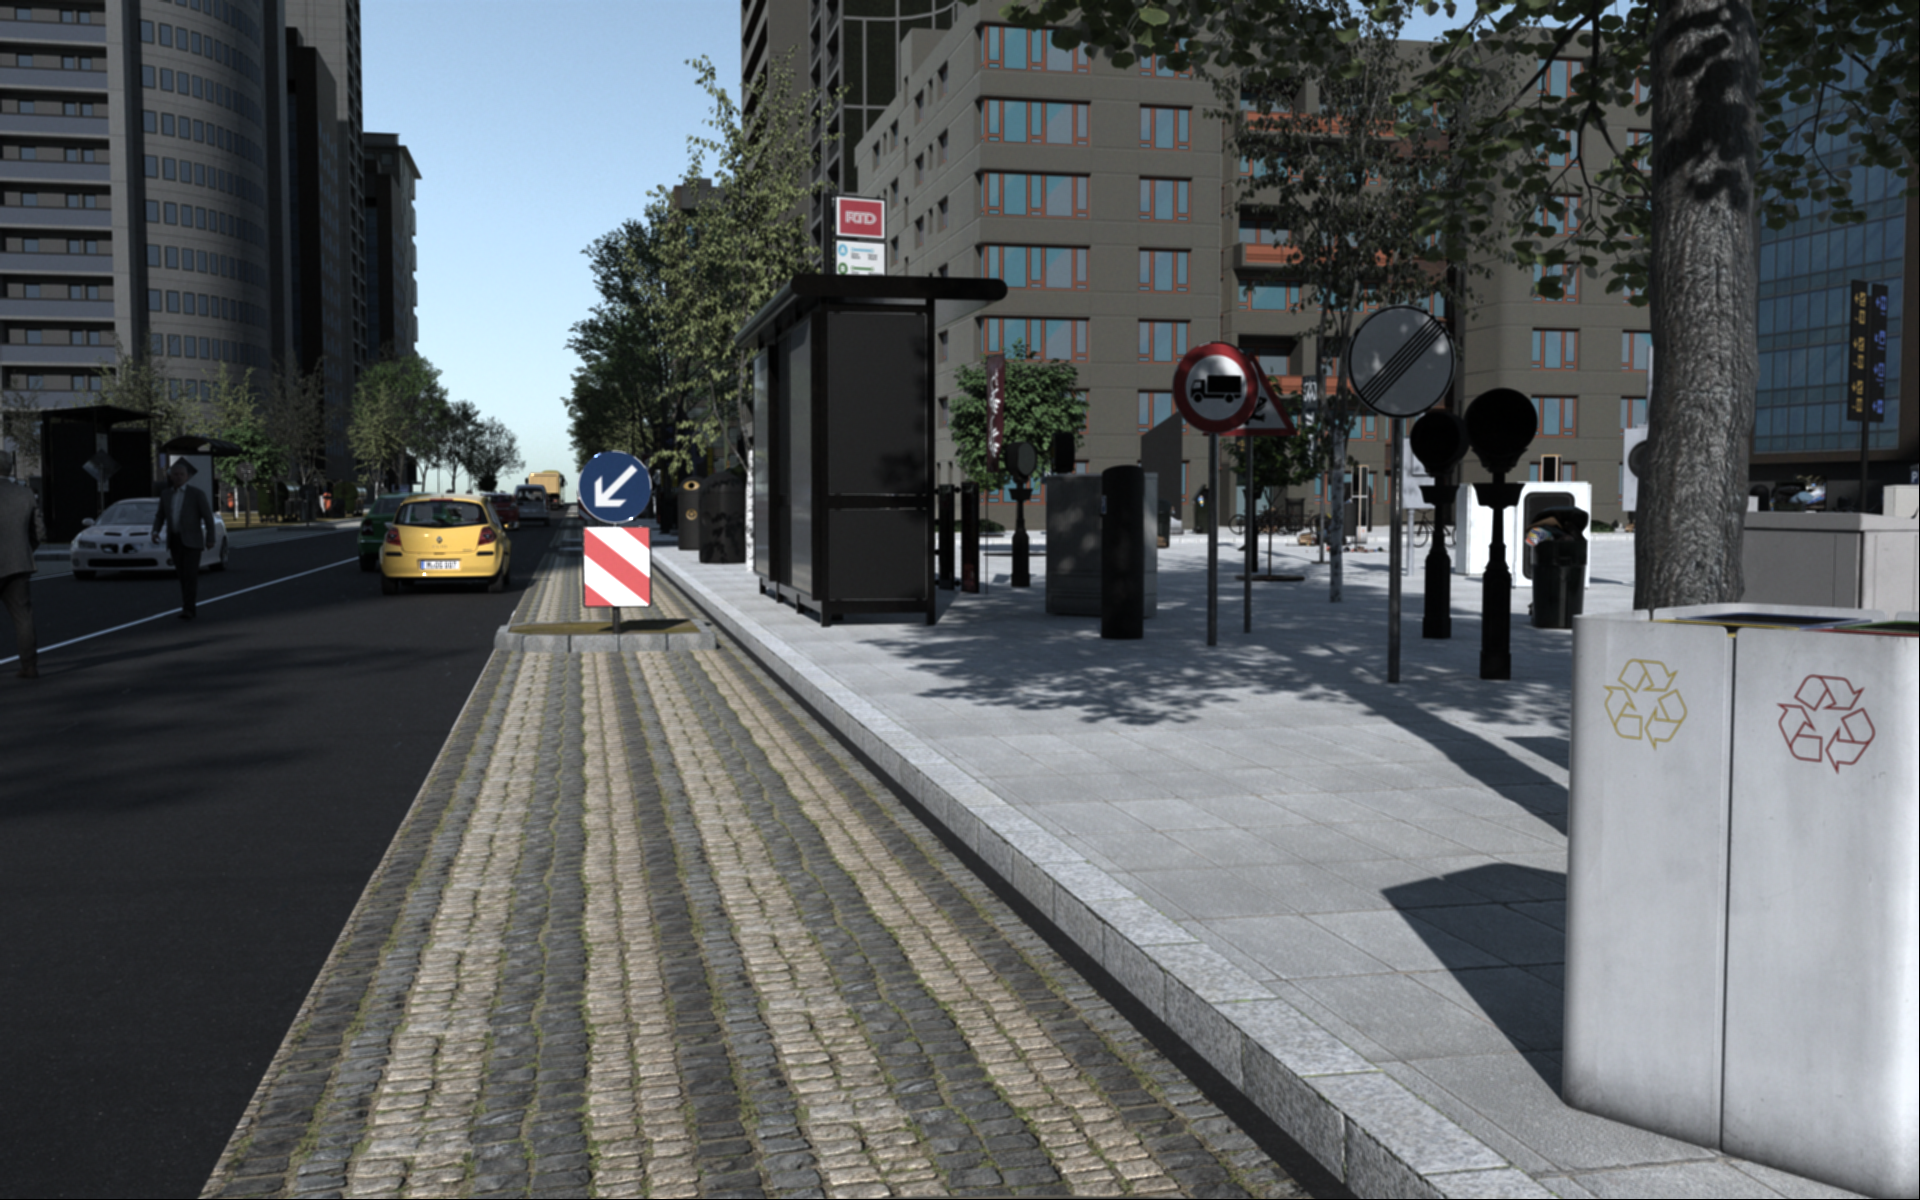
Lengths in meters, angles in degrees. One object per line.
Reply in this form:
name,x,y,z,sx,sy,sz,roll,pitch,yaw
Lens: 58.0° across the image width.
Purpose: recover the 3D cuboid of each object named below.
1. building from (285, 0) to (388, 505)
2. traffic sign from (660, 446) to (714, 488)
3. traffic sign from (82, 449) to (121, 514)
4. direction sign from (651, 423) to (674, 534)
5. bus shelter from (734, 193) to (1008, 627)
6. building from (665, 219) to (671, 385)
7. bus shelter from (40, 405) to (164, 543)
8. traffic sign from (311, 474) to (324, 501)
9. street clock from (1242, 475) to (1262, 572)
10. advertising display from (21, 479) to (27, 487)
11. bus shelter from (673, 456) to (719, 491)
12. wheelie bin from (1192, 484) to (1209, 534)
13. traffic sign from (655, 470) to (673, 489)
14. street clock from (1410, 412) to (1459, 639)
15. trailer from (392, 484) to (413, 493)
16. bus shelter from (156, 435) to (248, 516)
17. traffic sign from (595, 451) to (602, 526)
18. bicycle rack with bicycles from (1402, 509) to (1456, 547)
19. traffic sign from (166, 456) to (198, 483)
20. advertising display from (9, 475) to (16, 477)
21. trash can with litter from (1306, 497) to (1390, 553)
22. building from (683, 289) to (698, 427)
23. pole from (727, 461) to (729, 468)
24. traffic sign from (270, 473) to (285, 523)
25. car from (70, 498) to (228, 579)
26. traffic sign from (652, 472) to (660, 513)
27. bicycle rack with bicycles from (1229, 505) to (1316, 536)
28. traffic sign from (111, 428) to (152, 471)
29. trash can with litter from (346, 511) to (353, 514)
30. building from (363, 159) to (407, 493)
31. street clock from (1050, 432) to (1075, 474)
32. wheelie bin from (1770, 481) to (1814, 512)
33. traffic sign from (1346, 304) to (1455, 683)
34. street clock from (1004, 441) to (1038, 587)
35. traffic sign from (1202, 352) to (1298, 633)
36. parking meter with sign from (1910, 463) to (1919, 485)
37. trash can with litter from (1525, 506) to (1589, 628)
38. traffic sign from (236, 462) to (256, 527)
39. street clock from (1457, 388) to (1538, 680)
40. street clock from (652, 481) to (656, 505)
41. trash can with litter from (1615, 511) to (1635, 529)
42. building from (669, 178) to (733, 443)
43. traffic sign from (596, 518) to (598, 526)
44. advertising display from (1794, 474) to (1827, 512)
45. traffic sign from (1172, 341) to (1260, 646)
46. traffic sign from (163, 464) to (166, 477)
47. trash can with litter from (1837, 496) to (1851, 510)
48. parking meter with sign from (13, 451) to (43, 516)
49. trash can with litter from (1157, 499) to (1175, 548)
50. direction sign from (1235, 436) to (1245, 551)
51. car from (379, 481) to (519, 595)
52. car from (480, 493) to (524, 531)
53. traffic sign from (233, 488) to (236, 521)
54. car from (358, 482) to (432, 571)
building,-83.029,-47.541,215.539,20.563,71.187,20.611,-1,4,-12
traffic sign,-11.602,-4.881,73.674,2.265,3.308,0.079,-1,4,-11
traffic sign,-18.978,-2.122,38.331,0.795,2.450,0.064,-1,4,-12
direction sign,-9.509,-3.893,55.655,0.876,3.537,0.379,2,4,35
bus shelter,-1.488,-2.645,20.871,2.179,5.291,8.768,-1,4,-13
building,-34.229,-37.509,267.897,22.147,44.769,28.867,-1,4,-12
bus shelter,-23.878,-3.497,48.464,1.731,3.624,6.357,-1,4,-12
traffic sign,-40.057,-6.602,108.044,0.768,2.556,0.104,0,4,-8
street clock,4.795,-1.456,28.369,0.471,2.002,0.358,1,4,10
advertising display,-41.243,-4.304,75.588,0.974,1.923,0.123,-3,5,-40
bus shelter,-12.374,-5.273,80.144,2.014,3.302,5.546,-1,4,-12
wheelie bin,7.846,-2.928,55.788,0.693,1.594,0.980,0,4,-1
traffic sign,-17.915,-6.734,103.968,2.265,3.308,0.079,-1,4,-9
street clock,4.249,-0.661,15.376,0.471,2.002,0.358,3,5,40
trailer,-32.612,-5.758,101.191,1.471,1.999,3.904,-1,4,-13
bus shelter,-27.088,-4.173,62.146,2.014,3.302,5.546,-1,4,-12
traffic sign,-8.432,-2.262,40.632,0.795,2.450,0.064,-1,4,-12
bicycle rack with bicycles,11.956,-1.719,41.490,2.925,0.926,2.852,-3,4,-36
traffic sign,-20.701,-2.599,46.128,0.795,2.450,0.064,-1,4,-12
advertising display,-32.500,-3.284,58.903,0.123,1.923,0.974,1,4,18
trash can with litter,8.896,-1.669,38.349,2.233,1.210,1.678,1,4,23
building,-30.055,-28.160,232.120,14.160,30.474,14.107,-1,4,-12
pole,-14.190,-6.864,106.077,0.158,3.312,0.155,0,3,0
traffic sign,-30.267,-4.683,76.675,0.768,2.556,0.104,0,4,-7
car,-14.348,-1.131,30.858,2.083,1.381,4.827,-1,4,-12
traffic sign,-17.723,-6.170,100.986,0.768,2.556,0.104,-1,4,-11
bicycle rack with bicycles,9.852,-2.520,54.582,2.925,0.926,2.852,2,4,29
traffic sign,-25.981,-3.626,53.151,2.265,3.308,0.079,0,4,-4
trash can with litter,-38.704,-5.978,109.133,1.055,1.170,0.624,-1,4,-16
building,-83.078,-35.736,234.398,14.600,45.320,14.200,-1,4,-12
street clock,1.204,-0.968,20.402,0.358,2.002,0.471,0,4,-5
wheelie bin,19.431,-1.994,40.515,0.980,1.594,0.693,3,4,36
traffic sign,2.953,-0.710,11.716,0.768,2.556,0.104,-1,4,-9
street clock,0.838,-1.183,23.909,0.358,2.002,0.471,3,5,41
traffic sign,2.659,-0.975,15.951,0.884,2.594,0.081,0,4,-4
parking meter with sign,24.153,-2.876,43.284,1.738,3.016,0.543,0,4,-2
trash can with litter,5.720,-0.333,16.833,0.624,1.170,1.055,0,4,8
traffic sign,-28.147,-4.170,68.279,0.768,2.556,0.104,0,4,-3
street clock,3.720,-0.453,11.980,0.471,2.002,0.358,1,4,11
street clock,-17.176,-5.630,96.622,0.471,2.002,0.358,0,4,-3
trash can with litter,24.642,-3.218,63.678,1.678,1.210,2.233,1,4,13
building,-33.746,-36.429,245.717,14.600,45.320,14.200,-1,4,-12
traffic sign,-10.156,-2.739,48.429,0.795,2.450,0.064,-1,4,-12
advertising display,27.724,-3.137,56.506,0.974,1.923,0.123,1,4,10
traffic sign,2.134,-0.885,14.583,0.768,2.556,0.104,-1,4,-12
traffic sign,-30.326,-4.077,66.764,0.768,2.556,0.104,0,4,-4
trash can with litter,35.259,-3.602,69.945,2.233,1.210,1.678,0,4,-2
parking meter with sign,-37.628,-4.555,70.735,1.738,3.016,0.543,-2,4,-24
trash can with litter,4.823,-1.826,41.248,0.624,1.170,1.055,0,4,5
direction sign,6.478,-2.881,39.098,0.379,3.537,0.876,3,5,44
car,-7.731,-0.979,26.228,2.015,1.641,3.980,-1,4,-12
car,-18.570,-3.687,69.323,2.155,1.783,4.494,-1,4,-14
traffic sign,-34.466,-5.023,82.229,0.768,2.556,0.104,0,4,-8
car,-10.558,-1.523,33.698,1.959,1.807,4.718,-1,4,-12
